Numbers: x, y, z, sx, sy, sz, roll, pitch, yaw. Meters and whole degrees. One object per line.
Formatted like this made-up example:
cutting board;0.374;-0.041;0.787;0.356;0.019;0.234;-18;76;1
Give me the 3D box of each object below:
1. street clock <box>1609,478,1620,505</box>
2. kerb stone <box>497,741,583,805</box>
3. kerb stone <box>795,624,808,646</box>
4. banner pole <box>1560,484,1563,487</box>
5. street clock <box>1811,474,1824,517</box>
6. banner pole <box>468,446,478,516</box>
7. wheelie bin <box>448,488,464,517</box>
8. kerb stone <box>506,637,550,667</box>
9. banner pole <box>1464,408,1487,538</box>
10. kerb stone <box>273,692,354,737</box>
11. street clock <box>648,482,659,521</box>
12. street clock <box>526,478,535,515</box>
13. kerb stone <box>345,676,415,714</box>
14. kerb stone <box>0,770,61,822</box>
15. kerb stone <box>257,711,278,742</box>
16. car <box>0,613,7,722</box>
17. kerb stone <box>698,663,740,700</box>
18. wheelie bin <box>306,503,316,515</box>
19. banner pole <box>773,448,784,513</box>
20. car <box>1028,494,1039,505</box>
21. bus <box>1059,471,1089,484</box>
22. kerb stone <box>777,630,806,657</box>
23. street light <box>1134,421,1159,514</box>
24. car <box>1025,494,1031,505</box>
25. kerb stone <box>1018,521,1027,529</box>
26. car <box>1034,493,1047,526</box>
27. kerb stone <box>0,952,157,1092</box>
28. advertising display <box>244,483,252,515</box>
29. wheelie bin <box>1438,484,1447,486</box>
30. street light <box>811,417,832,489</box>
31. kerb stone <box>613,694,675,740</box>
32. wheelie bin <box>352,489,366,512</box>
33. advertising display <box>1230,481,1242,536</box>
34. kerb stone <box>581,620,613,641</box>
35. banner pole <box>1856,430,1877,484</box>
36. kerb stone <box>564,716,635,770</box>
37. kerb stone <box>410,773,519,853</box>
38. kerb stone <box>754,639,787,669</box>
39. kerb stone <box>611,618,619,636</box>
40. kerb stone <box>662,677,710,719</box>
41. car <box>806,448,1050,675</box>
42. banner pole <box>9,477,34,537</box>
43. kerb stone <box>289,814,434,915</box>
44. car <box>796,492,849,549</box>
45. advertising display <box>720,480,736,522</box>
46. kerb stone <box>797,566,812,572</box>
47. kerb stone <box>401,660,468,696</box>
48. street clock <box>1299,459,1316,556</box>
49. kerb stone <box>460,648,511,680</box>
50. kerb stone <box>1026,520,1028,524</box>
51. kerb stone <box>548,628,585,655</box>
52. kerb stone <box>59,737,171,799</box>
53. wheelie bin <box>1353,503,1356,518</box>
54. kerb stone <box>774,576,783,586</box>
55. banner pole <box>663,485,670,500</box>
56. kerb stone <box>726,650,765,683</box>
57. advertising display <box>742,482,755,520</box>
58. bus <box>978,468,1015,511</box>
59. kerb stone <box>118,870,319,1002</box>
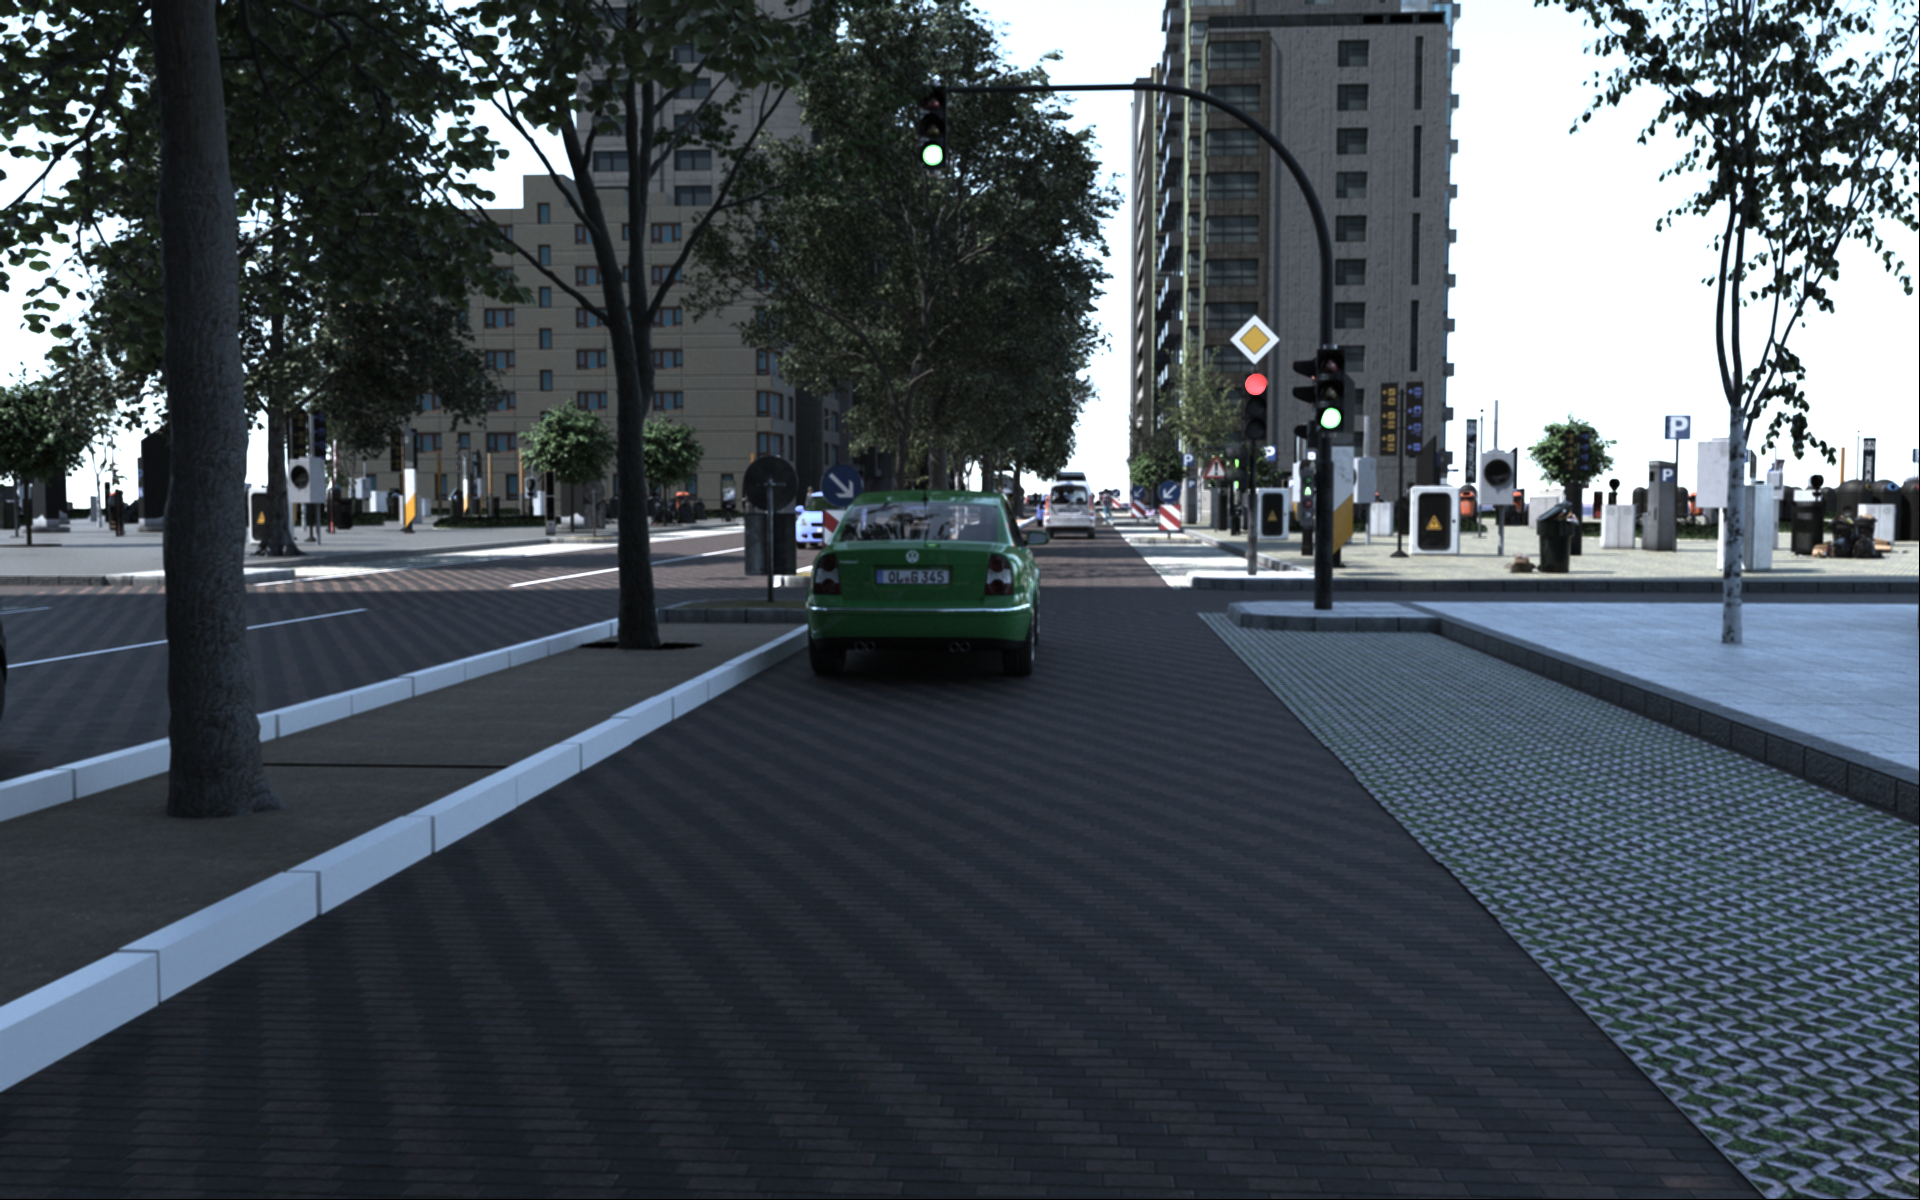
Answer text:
street clock;30.133;-4.600;79.782;0.358;2.002;0.471;-2;4;-30
kerb stone;-2.054;0.847;8.437;0.120;0.150;1.000;0;4;4
kerb stone;-1.485;0.340;16.628;0.120;0.150;1.000;0;4;4
banner pole;25.097;-4.981;71.454;0.401;3.779;0.863;-2;4;-32
street clock;31.343;-3.596;63.360;0.358;2.002;0.471;-1;4;-8
banner pole;-25.578;-6.175;90.985;0.401;3.779;0.863;2;4;35
wheelie bin;-25.683;-4.920;88.350;0.693;1.594;0.980;-2;4;-30
kerb stone;-3.718;0.457;14.725;0.120;0.150;1.000;0;4;4
banner pole;15.036;-3.703;50.564;0.863;3.779;0.401;-2;4;-28
kerb stone;-4.005;0.713;10.631;0.120;0.150;1.000;0;4;4
street clock;-14.718;-4.813;83.270;0.471;2.002;0.358;1;4;11
street clock;-19.929;-4.638;80.400;0.358;2.002;0.471;-3;5;-44
kerb stone;-3.938;0.654;11.652;0.120;0.150;1.000;0;4;4
kerb stone;-4.223;0.895;7.563;0.120;0.150;1.000;0;4;4
kerb stone;-4.088;0.770;9.606;0.120;0.150;1.000;0;4;4
car;-6.323;0.100;8.149;2.009;1.686;4.222;0;4;3
kerb stone;-1.768;0.596;12.519;0.120;0.150;1.000;0;4;4
wheelie bin;-29.045;-4.251;77.414;0.980;1.594;0.693;-1;4;-22
banner pole;-9.772;-6.352;93.874;0.863;3.779;0.401;2;4;26
car;9.901;-13.122;226.341;2.131;1.459;4.920;0;4;3
bus;9.451;-9.284;146.654;2.948;3.499;13.247;0;4;4
kerb stone;-1.552;0.406;15.592;0.120;0.150;1.000;0;4;4
street light;11.887;-8.373;109.443;1.470;5.913;1.316;0;4;4
car;9.956;-14.080;239.240;2.155;1.783;4.494;0;4;4
kerb stone;2.807;-3.383;77.506;0.120;0.150;1.000;0;4;4
car;4.322;-4.192;78.134;1.945;1.707;3.694;0;4;2
kerb stone;-2.343;1.094;4.358;0.120;0.150;1.000;0;4;4
advertising display;-40.776;-5.743;99.112;0.123;1.923;0.974;0;4;5
wheelie bin;15.334;-2.882;55.025;0.693;1.594;0.980;3;4;38
street light;-8.406;-8.085;104.730;1.470;5.913;1.316;0;4;4
kerb stone;-1.919;0.717;10.477;0.120;0.150;1.000;0;4;4
wheelie bin;-34.923;-5.651;100.298;0.693;1.594;0.980;3;4;39
advertising display;8.553;-2.965;53.684;0.123;1.923;0.974;2;4;25
kerb stone;-3.583;0.334;16.781;0.120;0.150;1.000;0;4;4
banner pole;35.220;-4.738;67.491;0.863;3.779;0.401;1;4;21
kerb stone;-1.980;0.785;9.456;0.120;0.150;1.000;0;4;4
kerb stone;-2.121;0.906;7.417;0.120;0.150;1.000;0;4;4
kerb stone;-1.623;0.470;14.563;0.120;0.150;1.000;0;4;4
kerb stone;-3.499;0.269;17.806;0.120;0.150;1.000;0;4;4
kerb stone;-1.841;0.658;11.499;0.120;0.150;1.000;0;4;4
car;-0.208;-0.386;15.115;1.959;1.807;4.718;0;4;4
banner pole;-27.914;-3.762;51.534;0.401;3.779;0.863;2;4;24
kerb stone;-2.199;0.966;6.397;0.120;0.150;1.000;0;4;4
car;-3.367;-2.246;46.315;1.945;1.707;3.694;0;4;3
advertising display;-10.744;-4.590;80.260;0.123;1.923;0.974;2;4;31
kerb stone;-2.671;-0.453;29.603;0.120;0.150;1.000;0;4;4
kerb stone;-3.863;0.582;12.685;0.120;0.150;1.000;0;4;4
street clock;7.254;-1.929;36.107;0.358;2.002;0.471;2;4;33
kerb stone;-3.794;0.519;13.705;0.120;0.150;1.000;0;4;4
kerb stone;2.872;-3.446;78.530;0.120;0.150;1.000;0;4;4
kerb stone;-3.641;0.394;15.756;0.120;0.150;1.000;0;4;4
kerb stone;-4.150;0.832;8.585;0.120;0.150;1.000;0;4;4
wheelie bin;18.080;-4.467;80.939;0.980;1.594;0.693;-1;4;-12
kerb stone;-2.822;-0.328;27.559;0.120;0.150;1.000;0;4;4
banner pole;-15.072;-6.060;89.100;0.401;3.779;0.863;1;4;20
kerb stone;-1.700;0.529;13.540;0.120;0.150;1.000;0;4;4
advertising display;-10.415;-4.908;85.463;0.123;1.923;0.974;2;4;27
bus;3.061;-8.839;136.059;2.896;3.916;12.252;0;4;2
kerb stone;-2.277;1.029;5.378;0.120;0.150;1.000;0;4;4
